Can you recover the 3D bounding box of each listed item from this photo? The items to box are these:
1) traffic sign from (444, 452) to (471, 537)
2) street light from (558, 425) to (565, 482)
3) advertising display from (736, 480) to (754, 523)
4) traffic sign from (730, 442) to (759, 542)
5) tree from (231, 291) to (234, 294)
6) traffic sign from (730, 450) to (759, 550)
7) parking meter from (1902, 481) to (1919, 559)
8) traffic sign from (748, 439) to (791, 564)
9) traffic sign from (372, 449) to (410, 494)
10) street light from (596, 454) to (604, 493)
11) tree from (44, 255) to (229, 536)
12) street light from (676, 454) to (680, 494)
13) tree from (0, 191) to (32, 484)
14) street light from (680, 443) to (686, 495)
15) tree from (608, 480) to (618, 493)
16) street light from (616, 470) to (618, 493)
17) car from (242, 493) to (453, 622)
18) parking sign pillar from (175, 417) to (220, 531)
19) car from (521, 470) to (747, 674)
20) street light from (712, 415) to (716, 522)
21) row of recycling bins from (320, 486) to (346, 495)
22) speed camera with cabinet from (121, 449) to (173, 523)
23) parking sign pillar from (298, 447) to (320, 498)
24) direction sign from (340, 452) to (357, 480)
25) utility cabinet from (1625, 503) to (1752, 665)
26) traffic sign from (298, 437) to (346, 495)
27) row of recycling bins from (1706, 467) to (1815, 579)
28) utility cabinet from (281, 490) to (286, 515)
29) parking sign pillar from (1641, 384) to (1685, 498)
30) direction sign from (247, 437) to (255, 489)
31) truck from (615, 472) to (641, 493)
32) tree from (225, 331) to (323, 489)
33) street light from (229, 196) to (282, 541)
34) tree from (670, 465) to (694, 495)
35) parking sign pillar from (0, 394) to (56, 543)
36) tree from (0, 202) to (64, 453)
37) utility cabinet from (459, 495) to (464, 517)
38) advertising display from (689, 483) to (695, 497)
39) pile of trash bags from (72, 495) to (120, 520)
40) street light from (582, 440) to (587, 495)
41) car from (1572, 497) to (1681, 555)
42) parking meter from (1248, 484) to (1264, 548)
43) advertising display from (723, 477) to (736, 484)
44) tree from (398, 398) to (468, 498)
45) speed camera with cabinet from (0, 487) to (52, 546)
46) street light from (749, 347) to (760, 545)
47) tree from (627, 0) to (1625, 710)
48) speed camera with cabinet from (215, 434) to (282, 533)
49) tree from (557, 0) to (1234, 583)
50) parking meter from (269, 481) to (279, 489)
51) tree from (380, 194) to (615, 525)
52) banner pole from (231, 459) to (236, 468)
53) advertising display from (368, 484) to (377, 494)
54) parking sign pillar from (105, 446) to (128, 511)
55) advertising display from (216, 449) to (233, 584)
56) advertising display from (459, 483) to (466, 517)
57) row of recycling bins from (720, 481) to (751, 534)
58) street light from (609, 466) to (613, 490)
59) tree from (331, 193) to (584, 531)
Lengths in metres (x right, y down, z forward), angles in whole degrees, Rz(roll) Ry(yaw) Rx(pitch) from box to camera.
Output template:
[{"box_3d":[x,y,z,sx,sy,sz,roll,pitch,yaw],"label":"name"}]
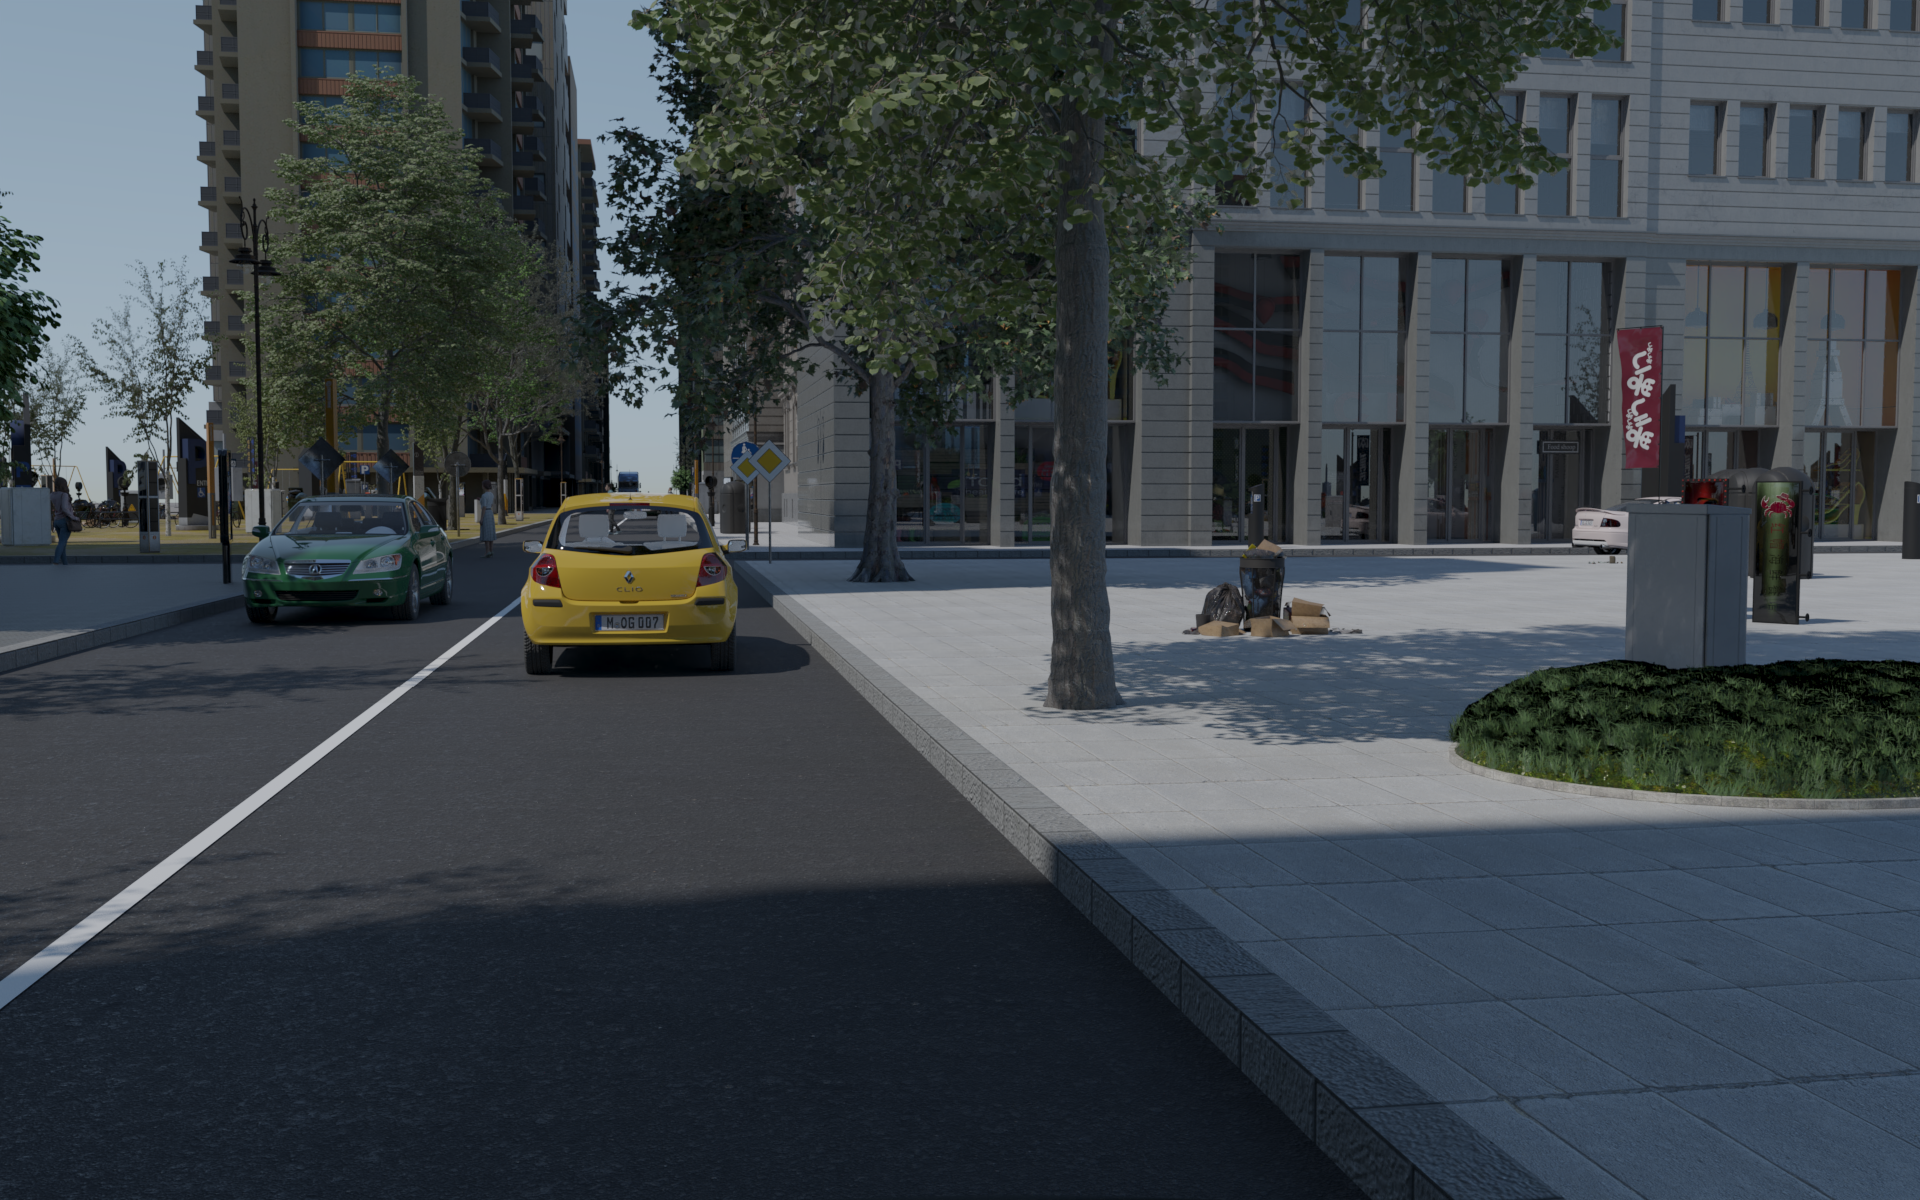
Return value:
[{"box_3d":[-15.044,-3.168,51.906,0.768,2.556,0.104,-1,4,-9],"label":"traffic sign"},{"box_3d":[-26.281,-8.656,114.320,0.468,5.910,1.993,-1,4,-10],"label":"street light"},{"box_3d":[-9.703,-4.435,77.732,0.974,1.923,0.123,-3,4,-38],"label":"advertising display"},{"box_3d":[-5.183,-2.568,42.092,0.768,2.556,0.104,0,4,-2],"label":"traffic sign"},{"box_3d":[-15.126,-7.847,46.428,7.486,12.596,7.792,0,3,0],"label":"tree"},{"box_3d":[-4.870,-2.207,39.724,0.795,2.450,0.064,-1,4,-10],"label":"traffic sign"},{"box_3d":[18.775,-1.571,34.095,0.372,1.533,0.369,0,3,0],"label":"parking meter"},{"box_3d":[-3.502,-1.726,31.857,0.795,2.450,0.064,-1,4,-10],"label":"traffic sign"},{"box_3d":[-12.602,-2.126,38.404,0.795,2.450,0.064,-1,4,-10],"label":"traffic sign"},{"box_3d":[-38.666,-12.992,185.206,0.468,5.910,1.993,-1,4,-10],"label":"street light"},{"box_3d":[-24.457,-6.262,52.750,4.360,8.622,3.978,0,3,0],"label":"tree"},{"box_3d":[-30.364,-13.196,188.535,0.468,5.910,1.993,-1,4,-10],"label":"street light"},{"box_3d":[-22.571,-5.406,38.755,4.737,8.622,4.395,0,3,0],"label":"tree"},{"box_3d":[-24.321,-11.054,153.516,0.468,5.910,1.993,-1,4,-10],"label":"street light"},{"box_3d":[-47.726,-14.877,237.834,1.663,3.219,1.824,0,3,0],"label":"tree"},{"box_3d":[-52.864,-18.000,267.093,0.468,5.910,1.993,-1,4,-10],"label":"street light"},{"box_3d":[-7.320,-0.565,21.035,2.131,1.459,4.920,-1,4,-9],"label":"car"},{"box_3d":[-27.026,-4.454,61.302,1.447,3.967,1.447,1,4,23],"label":"parking sign pillar"},{"box_3d":[-2.876,-0.312,15.319,2.015,1.641,3.980,-1,4,-9],"label":"car"},{"box_3d":[-11.189,-6.462,78.442,0.468,5.910,1.993,-1,4,-10],"label":"street light"},{"box_3d":[-33.106,-5.116,90.759,3.534,1.692,1.069,1,4,16],"label":"row of recycling bins"},{"box_3d":[-35.867,-5.018,76.385,2.038,3.252,0.660,0,4,-7],"label":"speed camera with cabinet"},{"box_3d":[-31.639,-5.854,84.191,1.447,3.967,1.447,3,5,42],"label":"parking sign pillar"},{"box_3d":[-32.895,-6.192,93.229,0.876,3.537,0.379,-1,4,-12],"label":"direction sign"},{"box_3d":[4.661,0.002,11.132,0.306,1.237,1.020,0,4,-6],"label":"utility cabinet"},{"box_3d":[-11.234,-1.645,30.537,0.795,2.450,0.064,-1,4,-10],"label":"traffic sign"},{"box_3d":[12.636,-1.256,27.651,1.069,1.692,3.534,0,4,8],"label":"row of recycling bins"},{"box_3d":[-41.259,-5.871,104.677,1.173,1.500,0.318,2,4,31],"label":"utility cabinet"},{"box_3d":[17.530,-3.347,43.203,1.447,3.967,1.447,0,4,-7],"label":"parking sign pillar"},{"box_3d":[-28.106,-4.692,68.709,0.379,3.537,0.876,-3,4,-39],"label":"direction sign"},{"box_3d":[-40.465,-13.627,212.560,2.967,4.110,18.799,-1,4,-9],"label":"truck"},{"box_3d":[-29.965,-7.657,75.552,4.737,8.622,4.395,0,3,0],"label":"tree"},{"box_3d":[-11.022,-3.330,27.228,0.468,5.910,1.993,-1,4,-10],"label":"street light"},{"box_3d":[-31.452,-13.032,196.794,4.285,4.588,4.351,0,3,0],"label":"tree"},{"box_3d":[-24.634,-3.489,45.511,1.447,3.967,1.447,-2,4,-29],"label":"parking sign pillar"},{"box_3d":[-10.258,-1.995,16.334,4.285,4.588,4.351,0,3,0],"label":"tree"},{"box_3d":[-27.831,-5.174,95.755,0.306,1.237,1.020,1,4,20],"label":"utility cabinet"},{"box_3d":[-15.248,-5.712,98.605,0.123,1.923,0.974,0,4,2],"label":"advertising display"},{"box_3d":[-43.522,-4.666,86.034,3.447,1.369,1.912,0,4,7],"label":"pile of trash bags"},{"box_3d":[-32.339,-10.798,149.337,0.468,5.910,1.993,-1,4,-10],"label":"street light"},{"box_3d":[16.182,-1.619,38.829,4.827,1.381,2.083,-1,4,-10],"label":"car"},{"box_3d":[7.071,-2.014,41.348,0.372,1.533,0.369,0,3,0],"label":"parking meter"},{"box_3d":[-8.637,-3.633,64.609,0.123,1.923,0.974,-2,4,-24],"label":"advertising display"},{"box_3d":[-31.744,-9.469,105.183,4.737,8.622,4.395,0,3,0],"label":"tree"},{"box_3d":[-23.562,-2.953,42.625,0.660,3.252,2.038,2,4,34],"label":"speed camera with cabinet"},{"box_3d":[-5.121,-4.314,43.318,0.468,5.910,1.993,-1,4,-10],"label":"street light"},{"box_3d":[0.897,-5.602,9.713,7.486,12.596,7.792,0,3,0],"label":"tree"},{"box_3d":[-23.330,-3.818,56.755,2.038,3.252,0.660,1,4,10],"label":"speed camera with cabinet"},{"box_3d":[-1.047,-6.618,25.213,9.611,12.733,9.660,0,3,0],"label":"tree"},{"box_3d":[-31.510,-4.519,79.590,0.255,1.863,0.399,3,5,43],"label":"parking meter"},{"box_3d":[-19.319,-9.896,72.164,12.009,13.543,11.850,0,3,0],"label":"tree"},{"box_3d":[-45.325,-7.187,107.532,0.863,3.779,0.401,-1,4,-16],"label":"banner pole"},{"box_3d":[-36.319,-6.260,107.559,0.974,1.923,0.123,0,4,0],"label":"advertising display"},{"box_3d":[-47.939,-6.732,98.532,1.447,3.967,1.447,1,4,12],"label":"parking sign pillar"},{"box_3d":[-10.632,-1.216,25.090,0.123,1.923,0.974,-1,4,-20],"label":"advertising display"},{"box_3d":[-27.993,-5.595,96.691,0.974,1.923,0.123,2,4,29],"label":"advertising display"},{"box_3d":[-7.423,-3.064,57.214,1.069,1.692,3.534,0,4,-6],"label":"row of recycling bins"},{"box_3d":[-46.570,-15.807,231.237,0.468,5.910,1.993,-1,4,-10],"label":"street light"},{"box_3d":[-18.006,-8.267,60.918,9.928,11.665,9.643,0,3,0],"label":"tree"}]
